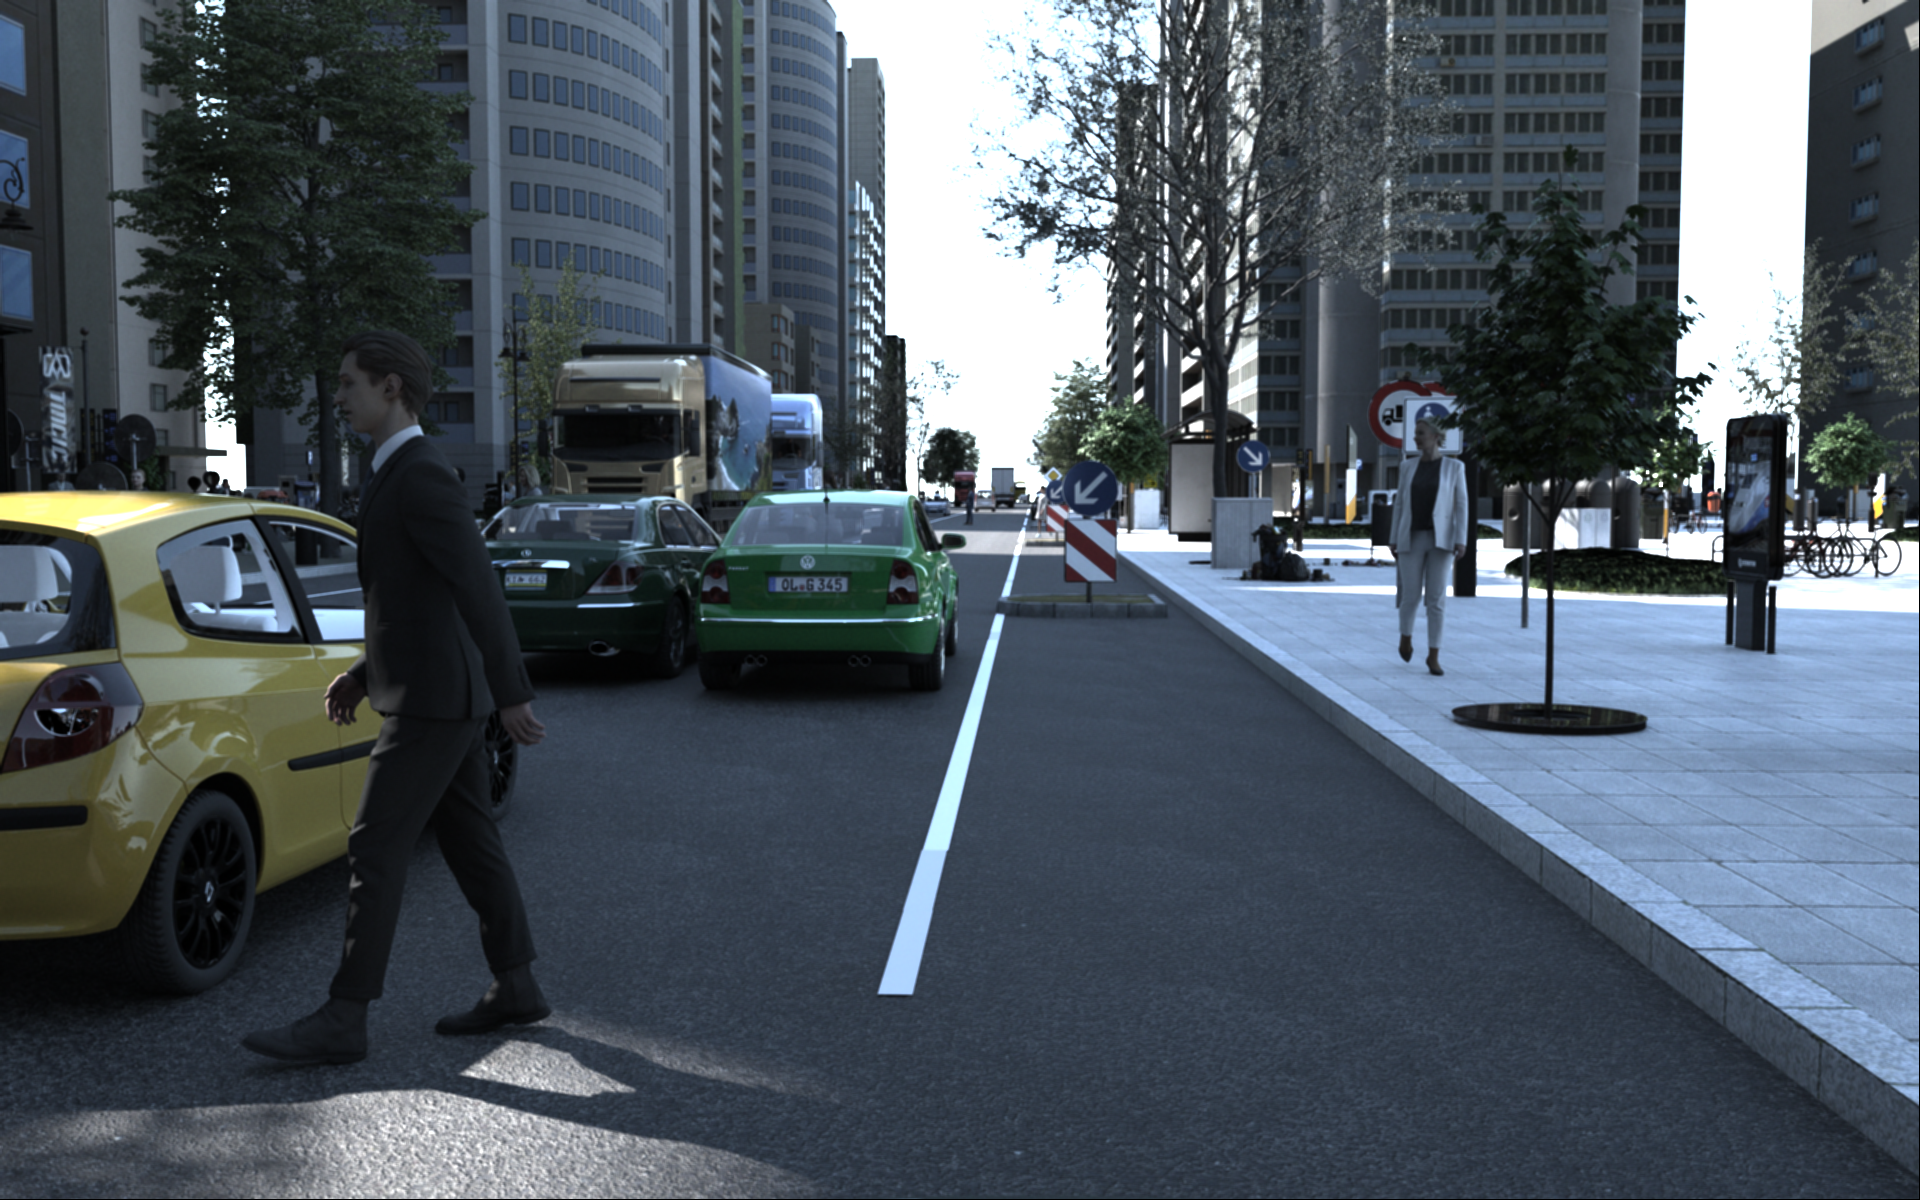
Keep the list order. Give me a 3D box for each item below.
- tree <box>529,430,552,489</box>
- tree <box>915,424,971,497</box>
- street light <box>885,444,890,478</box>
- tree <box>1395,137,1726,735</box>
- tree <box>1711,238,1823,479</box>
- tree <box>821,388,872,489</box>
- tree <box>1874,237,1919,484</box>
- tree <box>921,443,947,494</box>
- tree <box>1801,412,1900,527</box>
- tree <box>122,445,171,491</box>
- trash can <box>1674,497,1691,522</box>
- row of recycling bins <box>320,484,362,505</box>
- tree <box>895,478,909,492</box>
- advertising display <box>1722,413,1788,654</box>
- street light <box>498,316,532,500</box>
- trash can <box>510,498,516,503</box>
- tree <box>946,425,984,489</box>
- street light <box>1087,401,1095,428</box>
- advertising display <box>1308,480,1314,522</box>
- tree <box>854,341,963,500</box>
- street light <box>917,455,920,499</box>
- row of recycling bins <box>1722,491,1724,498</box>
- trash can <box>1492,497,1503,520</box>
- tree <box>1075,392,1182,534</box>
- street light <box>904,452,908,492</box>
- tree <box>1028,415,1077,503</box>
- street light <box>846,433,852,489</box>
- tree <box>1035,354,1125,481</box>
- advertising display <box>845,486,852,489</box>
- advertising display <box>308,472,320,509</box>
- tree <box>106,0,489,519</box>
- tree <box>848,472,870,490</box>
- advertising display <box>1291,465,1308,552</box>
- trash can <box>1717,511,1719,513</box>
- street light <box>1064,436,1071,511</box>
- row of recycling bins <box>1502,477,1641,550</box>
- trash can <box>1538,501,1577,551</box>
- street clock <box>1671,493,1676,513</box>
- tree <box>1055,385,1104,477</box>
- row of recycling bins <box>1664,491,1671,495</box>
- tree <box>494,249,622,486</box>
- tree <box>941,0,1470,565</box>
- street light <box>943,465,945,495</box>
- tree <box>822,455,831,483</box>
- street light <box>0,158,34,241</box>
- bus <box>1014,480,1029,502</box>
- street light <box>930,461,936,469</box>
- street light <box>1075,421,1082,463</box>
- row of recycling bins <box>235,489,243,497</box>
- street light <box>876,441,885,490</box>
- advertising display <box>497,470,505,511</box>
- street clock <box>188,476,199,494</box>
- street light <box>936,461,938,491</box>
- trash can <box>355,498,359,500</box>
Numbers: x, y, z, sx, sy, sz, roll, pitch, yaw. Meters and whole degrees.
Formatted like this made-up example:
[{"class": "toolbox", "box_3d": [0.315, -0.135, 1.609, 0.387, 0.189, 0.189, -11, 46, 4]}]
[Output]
[{"class": "tree", "box_3d": [-19.476, -6.110, 83.611, 4.285, 4.588, 4.351, 0, 3, 0]}, {"class": "tree", "box_3d": [-2.498, -22.086, 278.117, 9.611, 12.733, 9.660, 0, 3, 0]}, {"class": "street light", "box_3d": [-6.719, -11.336, 158.125, 0.468, 5.910, 1.993, 0, 4, 2]}, {"class": "tree", "box_3d": [3.286, -0.910, 9.478, 1.663, 3.219, 1.824, 0, 3, 0]}, {"class": "tree", "box_3d": [24.079, -6.130, 50.595, 4.360, 8.622, 3.978, 0, 3, 0]}, {"class": "tree", "box_3d": [-8.250, -10.436, 120.994, 4.360, 8.622, 3.978, 0, 3, 0]}, {"class": "tree", "box_3d": [22.567, -5.433, 39.196, 4.360, 8.622, 3.978, 0, 3, 0]}, {"class": "tree", "box_3d": [-3.612, -18.242, 248.617, 4.360, 8.622, 3.978, 0, 3, 0]}, {"class": "tree", "box_3d": [34.728, -5.144, 67.818, 4.285, 4.588, 4.351, 0, 3, 0]}, {"class": "tree", "box_3d": [-27.095, -3.876, 57.975, 1.663, 3.219, 1.824, 0, 3, 0]}, {"class": "trash can", "box_3d": [33.074, -4.140, 79.346, 0.748, 1.137, 0.748, 0, 3, 0]}, {"class": "row of recycling bins", "box_3d": [-26.534, -4.044, 73.227, 3.534, 1.692, 1.069, 1, 4, 16]}, {"class": "tree", "box_3d": [-6.166, -12.127, 192.869, 1.663, 3.219, 1.824, 0, 3, 0]}, {"class": "advertising display", "box_3d": [6.540, -0.555, 14.285, 0.123, 1.923, 0.974, 0, 4, 3]}, {"class": "street light", "box_3d": [-11.591, -4.432, 45.249, 0.468, 5.910, 1.993, 0, 4, 2]}, {"class": "trash can", "box_3d": [-17.623, -3.409, 67.388, 0.748, 1.137, 0.748, 0, 3, 0]}, {"class": "tree", "box_3d": [-0.200, -25.040, 316.062, 9.857, 13.997, 8.962, 0, 3, 0]}, {"class": "street light", "box_3d": [6.556, -6.947, 86.378, 0.468, 5.910, 1.993, 0, 4, 2]}, {"class": "advertising display", "box_3d": [15.876, -4.557, 79.717, 0.974, 1.923, 0.123, -2, 4, -31]}, {"class": "tree", "box_3d": [-6.305, -21.967, 215.043, 12.611, 20.169, 13.585, 0, 3, 0]}, {"class": "street light", "box_3d": [-4.898, -14.164, 204.368, 0.468, 5.910, 1.993, 0, 4, 2]}, {"class": "row of recycling bins", "box_3d": [61.727, -7.919, 136.583, 1.069, 1.692, 3.534, -2, 4, -28]}, {"class": "trash can", "box_3d": [26.847, -4.566, 86.303, 0.748, 1.137, 0.748, 0, 3, 0]}, {"class": "tree", "box_3d": [5.406, -4.418, 55.944, 4.285, 4.588, 4.351, 0, 3, 0]}, {"class": "street light", "box_3d": [-5.738, -12.762, 181.444, 0.468, 5.910, 1.993, 0, 4, 2]}, {"class": "tree", "box_3d": [11.860, -15.815, 192.991, 7.601, 10.594, 8.767, 3, 4, 36]}, {"class": "street light", "box_3d": [-8.078, -9.456, 127.389, 0.468, 5.910, 1.993, 0, 4, 2]}, {"class": "tree", "box_3d": [9.987, -13.585, 140.237, 7.486, 12.596, 7.792, 0, 3, 0]}, {"class": "advertising display", "box_3d": [-9.369, -8.707, 147.580, 0.123, 1.923, 0.974, 3, 5, 42]}, {"class": "advertising display", "box_3d": [-18.955, -2.793, 50.881, 0.123, 1.923, 0.974, 0, 4, -8]}, {"class": "tree", "box_3d": [-12.882, -7.098, 34.184, 7.486, 12.596, 7.792, 0, 3, 0]}, {"class": "tree", "box_3d": [-8.067, -8.685, 136.597, 1.663, 3.219, 1.824, 0, 3, 0]}, {"class": "advertising display", "box_3d": [7.524, -2.038, 38.540, 0.123, 1.923, 0.974, 0, 4, 0]}, {"class": "trash can", "box_3d": [51.569, -6.530, 118.417, 0.748, 1.137, 0.748, 0, 3, 0]}, {"class": "street light", "box_3d": [8.419, -9.751, 132.219, 0.468, 5.910, 1.993, 0, 4, 2]}, {"class": "row of recycling bins", "box_3d": [14.444, -2.057, 40.740, 3.534, 1.692, 1.069, -1, 4, -17]}, {"class": "trash can", "box_3d": [12.218, -1.455, 35.451, 0.748, 1.137, 0.748, 0, 3, 0]}, {"class": "street clock", "box_3d": [48.211, -6.876, 116.992, 0.471, 2.002, 0.358, -1, 4, -12]}, {"class": "tree", "box_3d": [8.155, -10.196, 117.059, 4.737, 8.622, 4.395, 0, 3, 0]}, {"class": "row of recycling bins", "box_3d": [58.992, -8.456, 145.366, 1.069, 1.692, 3.534, -3, 5, -45]}, {"class": "tree", "box_3d": [-12.335, -6.262, 52.746, 4.737, 8.622, 4.395, 0, 3, 0]}, {"class": "tree", "box_3d": [4.711, -7.407, 31.476, 12.009, 13.543, 11.850, 0, 3, 0]}, {"class": "street light", "box_3d": [-2.355, -17.799, 263.802, 0.468, 5.910, 1.993, 0, 4, 2]}, {"class": "tree", "box_3d": [-10.049, -7.900, 112.883, 4.285, 4.588, 4.351, 0, 3, 0]}, {"class": "street light", "box_3d": [-12.554, -3.030, 22.330, 0.468, 5.910, 1.993, 0, 4, 2]}, {"class": "bus", "box_3d": [10.743, -19.412, 308.930, 2.896, 3.916, 12.252, 0, 4, 4]}, {"class": "street light", "box_3d": [-3.813, -15.622, 228.213, 0.468, 5.910, 1.993, 0, 4, 2]}, {"class": "street light", "box_3d": [7.471, -8.349, 109.299, 0.468, 5.910, 1.993, 0, 4, 2]}, {"class": "row of recycling bins", "box_3d": [-57.983, -7.865, 135.701, 3.534, 1.692, 1.069, 0, 4, -4]}, {"class": "street light", "box_3d": [-7.077, -10.873, 150.567, 0.468, 5.910, 1.993, 0, 4, 2]}, {"class": "advertising display", "box_3d": [-12.520, -2.572, 47.267, 0.123, 1.923, 0.974, -1, 4, -10]}, {"class": "street clock", "box_3d": [-31.482, -4.080, 71.271, 0.471, 2.002, 0.358, 0, 4, -5]}, {"class": "street light", "box_3d": [-3.273, -16.397, 240.882, 0.468, 5.910, 1.993, 0, 4, 2]}, {"class": "trash can", "box_3d": [-23.003, -3.372, 66.784, 0.748, 1.137, 0.748, 0, 3, 0]}]
